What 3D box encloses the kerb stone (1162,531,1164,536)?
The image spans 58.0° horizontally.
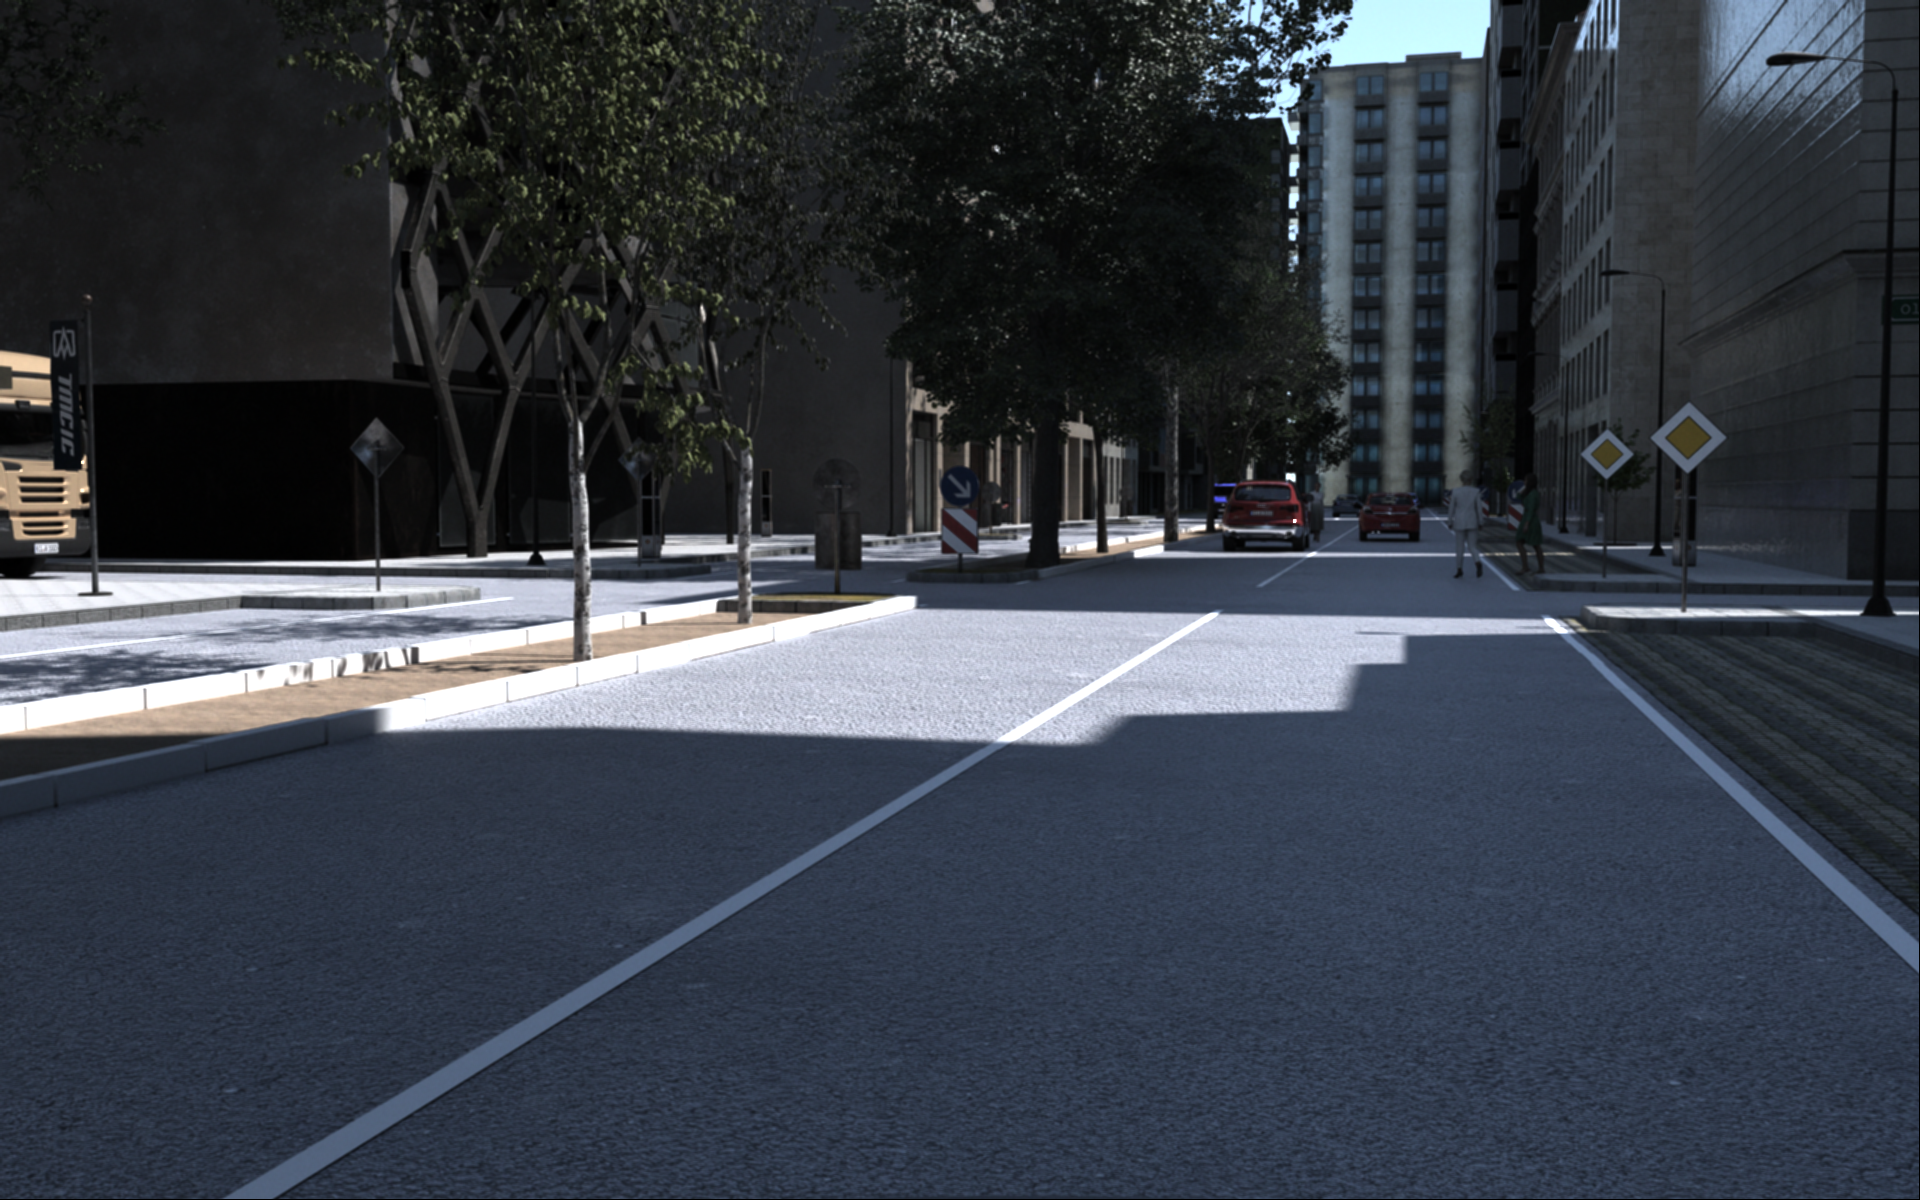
[{"bbox_3d":[6.697,-2.197,58.110,0.120,0.150,1.000,1,4,15],"label":"kerb stone"}]

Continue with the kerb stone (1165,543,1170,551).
[{"bbox_3d":[5.111,-1.314,43.687,0.120,0.150,1.000,1,4,15],"label":"kerb stone"}]

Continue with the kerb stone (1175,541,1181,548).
[{"bbox_3d":[5.630,-1.434,45.665,0.120,0.150,1.000,1,4,15],"label":"kerb stone"}]

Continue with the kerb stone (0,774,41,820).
[{"bbox_3d":[-4.324,0.905,7.444,0.120,0.150,1.000,1,4,15],"label":"kerb stone"}]

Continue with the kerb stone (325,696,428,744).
[{"bbox_3d":[-3.546,0.728,10.414,0.120,0.150,1.000,1,4,15],"label":"kerb stone"}]

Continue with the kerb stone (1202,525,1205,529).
[{"bbox_3d":[9.544,-2.864,69.047,0.120,0.150,1.000,1,4,15],"label":"kerb stone"}]

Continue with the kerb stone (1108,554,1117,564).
[{"bbox_3d":[3.039,-0.830,35.758,0.120,0.150,1.000,1,4,15],"label":"kerb stone"}]

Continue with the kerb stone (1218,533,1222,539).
[{"bbox_3d":[8.212,-2.040,55.587,0.120,0.150,1.000,1,4,15],"label":"kerb stone"}]

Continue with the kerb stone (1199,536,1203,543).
[{"bbox_3d":[6.911,-1.737,50.625,0.120,0.150,1.000,1,4,15],"label":"kerb stone"}]

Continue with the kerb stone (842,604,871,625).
[{"bbox_3d":[-1.227,0.174,19.344,0.120,0.150,1.000,1,4,15],"label":"kerb stone"}]

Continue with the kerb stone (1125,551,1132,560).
[{"bbox_3d":[3.559,-0.950,37.736,0.120,0.150,1.000,1,4,15],"label":"kerb stone"}]

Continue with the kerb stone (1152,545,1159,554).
[{"bbox_3d":[4.593,-1.193,41.702,0.120,0.150,1.000,1,4,15],"label":"kerb stone"}]

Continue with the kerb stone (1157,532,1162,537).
[{"bbox_3d":[6.434,-2.136,57.115,0.120,0.150,1.000,1,4,15],"label":"kerb stone"}]

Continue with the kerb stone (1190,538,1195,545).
[{"bbox_3d":[6.405,-1.617,48.633,0.120,0.150,1.000,1,4,15],"label":"kerb stone"}]

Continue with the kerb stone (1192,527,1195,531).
[{"bbox_3d":[8.766,-2.684,66.074,0.120,0.150,1.000,1,4,15],"label":"kerb stone"}]

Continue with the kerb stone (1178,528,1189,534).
[{"bbox_3d":[8.248,-2.562,64.080,0.120,0.150,1.000,1,4,15],"label":"kerb stone"}]

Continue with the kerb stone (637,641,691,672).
[{"bbox_3d":[-2.513,0.480,14.394,0.120,0.150,1.000,1,4,15],"label":"kerb stone"}]

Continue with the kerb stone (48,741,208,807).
[{"bbox_3d":[-4.065,0.846,8.433,0.120,0.150,1.000,1,4,15],"label":"kerb stone"}]

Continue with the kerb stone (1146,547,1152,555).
[{"bbox_3d":[4.332,-1.129,40.714,0.120,0.150,1.000,1,4,15],"label":"kerb stone"}]

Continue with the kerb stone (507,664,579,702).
[{"bbox_3d":[-3.036,0.601,12.405,0.120,0.150,1.000,1,4,15],"label":"kerb stone"}]

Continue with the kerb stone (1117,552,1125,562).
[{"bbox_3d":[3.313,-0.887,36.743,0.120,0.150,1.000,1,4,15],"label":"kerb stone"}]

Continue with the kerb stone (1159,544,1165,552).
[{"bbox_3d":[4.855,-1.254,42.697,0.120,0.150,1.000,1,4,15],"label":"kerb stone"}]

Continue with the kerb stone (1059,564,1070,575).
[{"bbox_3d":[1.755,-0.526,30.792,0.120,0.150,1.000,1,4,15],"label":"kerb stone"}]

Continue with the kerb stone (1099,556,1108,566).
[{"bbox_3d":[2.785,-0.767,34.763,0.120,0.150,1.000,1,4,15],"label":"kerb stone"}]

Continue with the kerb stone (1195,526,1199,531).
[{"bbox_3d":[9.025,-2.742,67.063,0.120,0.150,1.000,1,4,15],"label":"kerb stone"}]

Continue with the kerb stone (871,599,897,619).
[{"bbox_3d":[-0.968,0.116,20.336,0.120,0.150,1.000,1,4,15],"label":"kerb stone"}]

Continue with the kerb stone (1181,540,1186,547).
[{"bbox_3d":[5.886,-1.495,46.656,0.120,0.150,1.000,1,4,15],"label":"kerb stone"}]

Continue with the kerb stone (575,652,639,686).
[{"bbox_3d":[-2.776,0.538,13.403,0.120,0.150,1.000,1,4,15],"label":"kerb stone"}]

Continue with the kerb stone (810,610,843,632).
[{"bbox_3d":[-1.488,0.237,18.356,0.120,0.150,1.000,1,4,15],"label":"kerb stone"}]

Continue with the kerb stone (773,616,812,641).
[{"bbox_3d":[-1.738,0.295,17.365,0.120,0.150,1.000,1,4,15],"label":"kerb stone"}]

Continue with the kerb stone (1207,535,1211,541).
[{"bbox_3d":[7.432,-1.855,52.611,0.120,0.150,1.000,1,4,15],"label":"kerb stone"}]

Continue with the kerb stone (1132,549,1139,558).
[{"bbox_3d":[3.817,-1.008,38.725,0.120,0.150,1.000,1,4,15],"label":"kerb stone"}]

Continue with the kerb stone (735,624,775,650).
[{"bbox_3d":[-2.005,0.360,16.377,0.120,0.150,1.000,1,4,15],"label":"kerb stone"}]

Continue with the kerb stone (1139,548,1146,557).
[{"bbox_3d":[4.076,-1.072,39.724,0.120,0.150,1.000,1,4,15],"label":"kerb stone"}]

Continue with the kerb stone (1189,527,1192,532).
[{"bbox_3d":[8.513,-2.617,65.081,0.120,0.150,1.000,1,4,15],"label":"kerb stone"}]

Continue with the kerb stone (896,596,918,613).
[{"bbox_3d":[-0.713,0.053,21.325,0.120,0.150,1.000,1,4,15],"label":"kerb stone"}]

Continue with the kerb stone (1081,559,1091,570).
[{"bbox_3d":[2.277,-0.647,32.778,0.120,0.150,1.000,1,4,15],"label":"kerb stone"}]

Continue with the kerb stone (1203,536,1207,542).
[{"bbox_3d":[7.175,-1.799,51.617,0.120,0.150,1.000,1,4,15],"label":"kerb stone"}]

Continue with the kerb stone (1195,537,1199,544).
[{"bbox_3d":[6.656,-1.674,49.625,0.120,0.150,1.000,1,4,15],"label":"kerb stone"}]

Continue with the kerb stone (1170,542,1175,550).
[{"bbox_3d":[5.364,-1.375,44.677,0.120,0.150,1.000,1,4,15],"label":"kerb stone"}]

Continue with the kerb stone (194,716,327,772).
[{"bbox_3d":[-3.813,0.781,9.427,0.120,0.150,1.000,1,4,15],"label":"kerb stone"}]

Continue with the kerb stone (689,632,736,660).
[{"bbox_3d":[-2.254,0.417,15.383,0.120,0.150,1.000,1,4,15],"label":"kerb stone"}]

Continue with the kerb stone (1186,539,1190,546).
[{"bbox_3d":[6.140,-1.557,47.646,0.120,0.150,1.000,1,4,15],"label":"kerb stone"}]

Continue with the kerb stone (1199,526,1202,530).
[{"bbox_3d":[9.279,-2.801,68.054,0.120,0.150,1.000,1,4,15],"label":"kerb stone"}]

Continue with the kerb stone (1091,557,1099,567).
[{"bbox_3d":[2.519,-0.708,33.775,0.120,0.150,1.000,1,4,15],"label":"kerb stone"}]

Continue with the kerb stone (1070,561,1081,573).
[{"bbox_3d":[2.018,-0.578,31.789,0.120,0.150,1.000,1,4,15],"label":"kerb stone"}]

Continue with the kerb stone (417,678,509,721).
[{"bbox_3d":[-3.295,0.660,11.406,0.120,0.150,1.000,1,4,15],"label":"kerb stone"}]

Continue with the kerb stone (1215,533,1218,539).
[{"bbox_3d":[7.953,-1.978,54.597,0.120,0.150,1.000,1,4,15],"label":"kerb stone"}]

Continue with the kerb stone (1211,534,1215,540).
[{"bbox_3d":[7.689,-1.921,53.600,0.120,0.150,1.000,1,4,15],"label":"kerb stone"}]

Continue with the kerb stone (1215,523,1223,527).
[{"bbox_3d":[11.345,-3.289,76.000,0.120,0.150,1.000,1,4,15],"label":"kerb stone"}]

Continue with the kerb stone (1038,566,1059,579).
[{"bbox_3d":[1.495,-0.461,29.795,0.120,0.150,1.000,1,4,15],"label":"kerb stone"}]
